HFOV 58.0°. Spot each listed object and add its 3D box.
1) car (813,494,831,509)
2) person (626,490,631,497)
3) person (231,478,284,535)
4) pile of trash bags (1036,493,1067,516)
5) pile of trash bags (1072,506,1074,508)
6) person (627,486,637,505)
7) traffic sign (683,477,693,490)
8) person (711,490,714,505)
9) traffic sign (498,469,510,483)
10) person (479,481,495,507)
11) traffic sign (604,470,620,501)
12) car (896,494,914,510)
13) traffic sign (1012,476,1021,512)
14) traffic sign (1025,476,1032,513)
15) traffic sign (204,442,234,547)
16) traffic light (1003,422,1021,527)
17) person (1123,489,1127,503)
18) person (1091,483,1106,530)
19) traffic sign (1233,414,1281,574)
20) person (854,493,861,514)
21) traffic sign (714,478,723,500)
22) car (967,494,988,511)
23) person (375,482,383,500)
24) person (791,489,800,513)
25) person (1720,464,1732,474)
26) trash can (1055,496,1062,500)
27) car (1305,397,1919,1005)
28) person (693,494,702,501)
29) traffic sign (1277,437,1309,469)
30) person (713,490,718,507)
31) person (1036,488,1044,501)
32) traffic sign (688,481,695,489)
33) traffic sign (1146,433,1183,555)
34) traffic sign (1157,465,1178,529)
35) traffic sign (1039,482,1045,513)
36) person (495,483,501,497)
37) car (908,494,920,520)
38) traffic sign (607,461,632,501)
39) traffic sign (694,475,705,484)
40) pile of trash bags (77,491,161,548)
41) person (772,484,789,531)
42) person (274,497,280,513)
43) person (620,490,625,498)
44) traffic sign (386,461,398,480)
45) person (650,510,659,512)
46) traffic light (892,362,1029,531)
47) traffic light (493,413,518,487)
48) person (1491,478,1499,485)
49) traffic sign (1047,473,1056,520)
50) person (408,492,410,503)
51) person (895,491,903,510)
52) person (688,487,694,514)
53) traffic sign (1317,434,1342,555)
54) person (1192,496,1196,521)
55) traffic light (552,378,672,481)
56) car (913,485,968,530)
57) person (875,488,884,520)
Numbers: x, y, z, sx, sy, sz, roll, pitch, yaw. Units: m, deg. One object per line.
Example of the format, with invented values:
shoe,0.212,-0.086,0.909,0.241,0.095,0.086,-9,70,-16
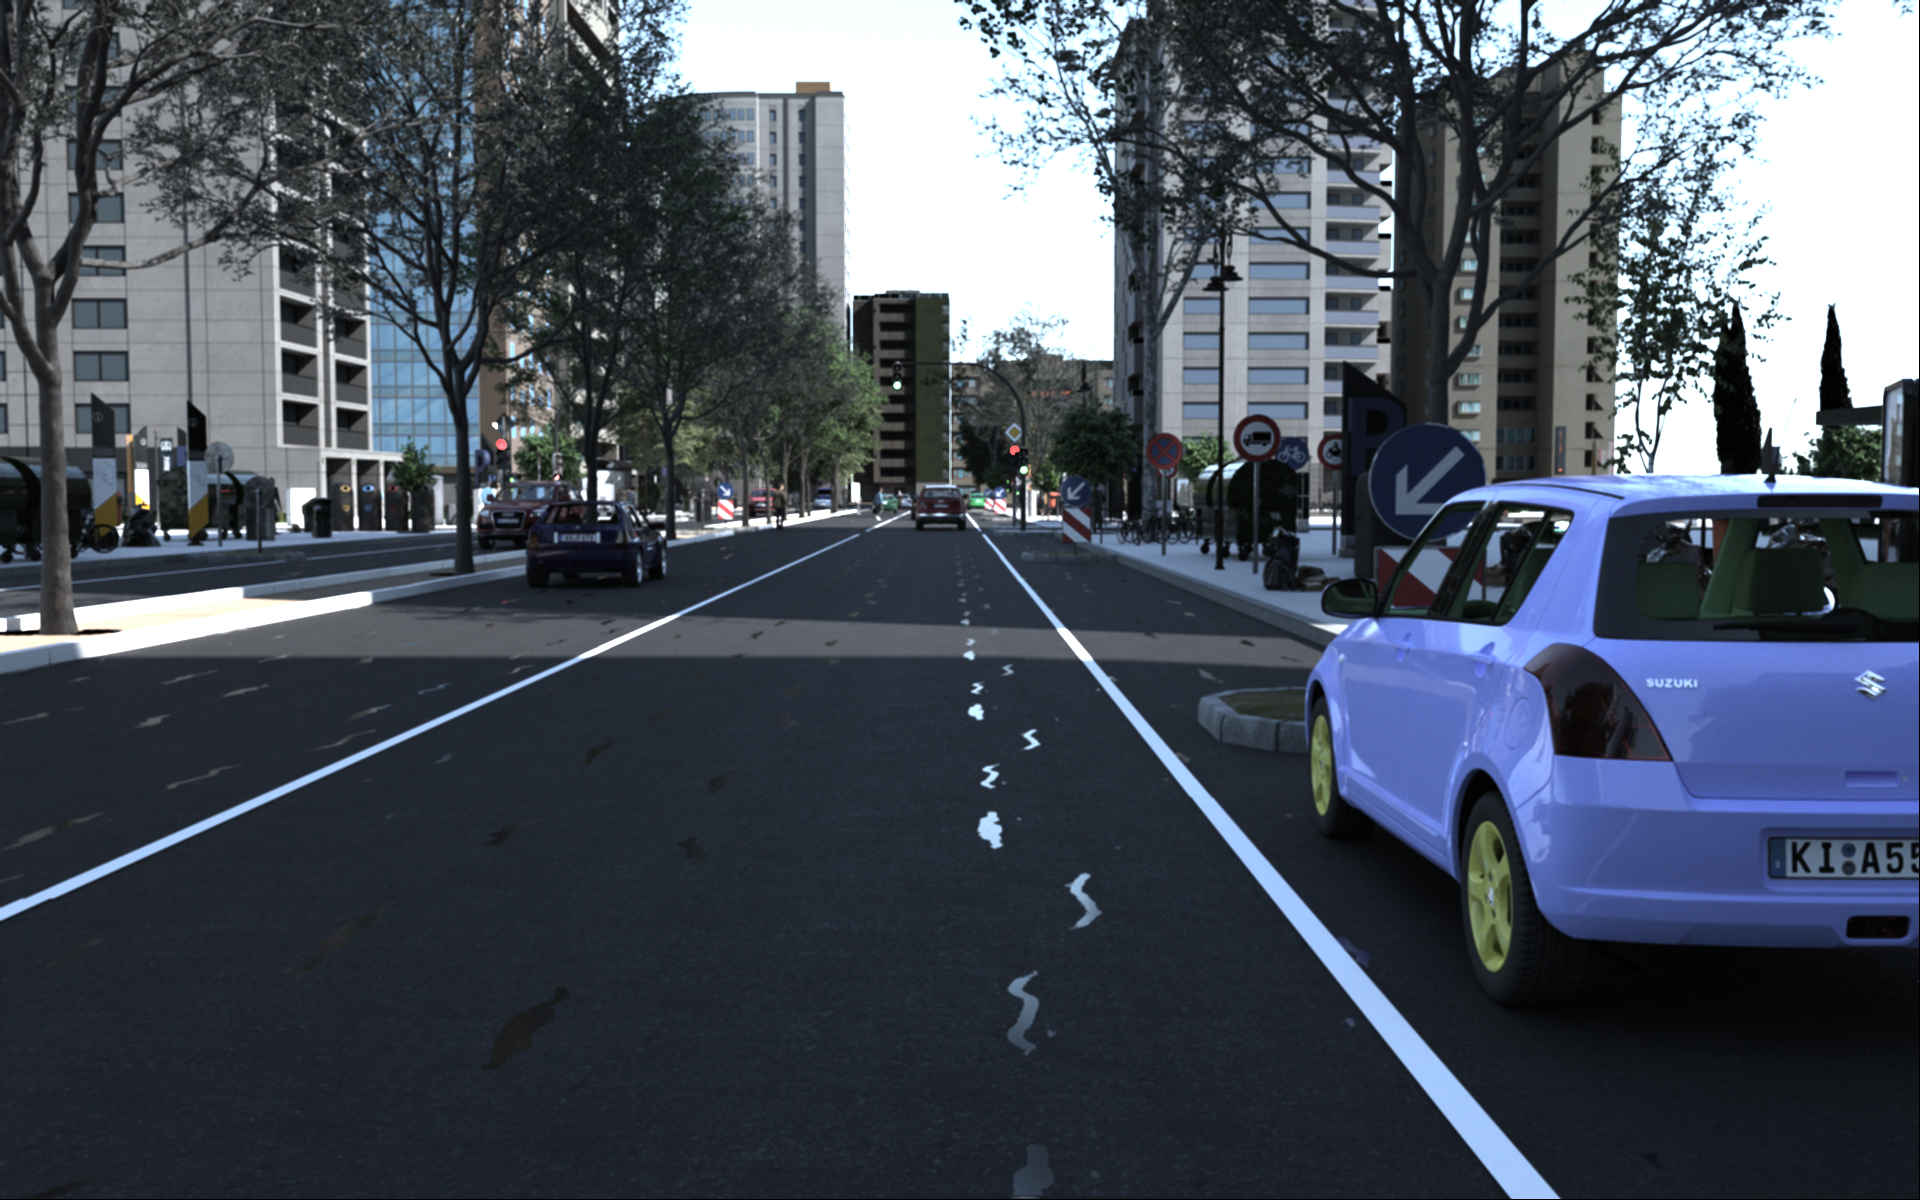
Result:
car,-13.098,-9.452,166.539,2.014,1.417,4.499,0,4,-2
person,-29.899,-9.163,156.309,0.568,1.767,0.683,2,4,26
person,-22.050,-2.944,54.392,1.509,1.804,0.699,-1,4,-13
pile of trash bags,5.308,-5.656,102.221,1.912,1.369,3.447,0,4,-3
pile of trash bags,7.239,-6.385,114.150,1.912,1.369,3.447,3,5,42
person,-15.032,-4.323,79.462,0.678,1.792,0.850,2,4,30
traffic sign,-19.660,-7.643,125.075,0.768,2.556,0.104,0,4,3
person,-28.690,-11.805,199.779,0.721,1.743,1.217,1,4,9
traffic sign,-21.568,-5.014,82.088,0.768,2.556,0.104,0,4,7
person,-18.833,-3.833,69.056,0.601,1.785,0.444,0,4,1
traffic sign,-18.742,-5.708,93.331,0.884,2.594,0.081,0,4,2
car,-5.318,-9.175,162.020,2.014,1.417,4.499,0,4,0
traffic sign,4.047,-7.449,121.904,0.768,2.556,0.104,0,4,1
traffic sign,4.698,-7.353,120.328,0.768,2.556,0.104,0,4,3
traffic sign,-18.109,-2.582,42.321,0.768,2.556,0.104,0,4,6
traffic light,2.115,-4.827,67.835,0.839,4.253,0.868,0,4,0
person,16.249,-10.084,171.630,1.217,1.743,0.721,-3,4,-38
person,5.205,-3.552,65.933,0.474,1.900,0.648,2,4,35
traffic sign,4.761,-1.696,27.831,0.768,2.556,0.104,0,4,0
person,-7.302,-6.897,123.859,0.503,1.515,0.523,0,4,3
traffic sign,-18.686,-8.192,134.037,0.768,2.556,0.104,1,4,9
car,1.510,-8.712,151.236,1.959,1.807,4.718,0,4,-1
person,-27.013,-4.537,80.249,0.620,1.820,0.660,2,4,35
person,-12.128,-7.318,128.415,0.678,1.792,0.850,-2,4,-31
person,12.888,-1.397,29.163,0.678,1.792,0.850,0,4,4
trash can,6.341,-6.075,110.982,0.748,1.137,0.748,0,3,0
car,2.327,0.211,6.148,1.945,1.707,3.694,0,4,0
person,-14.748,-5.407,97.254,0.532,1.782,0.716,-1,4,-20
traffic sign,7.349,-2.346,38.462,0.768,2.556,0.104,0,4,6
person,-23.717,-9.874,168.404,0.530,1.710,0.541,-2,4,-26
person,4.956,-6.307,109.280,0.709,1.813,0.853,-1,4,-19
traffic sign,-20.592,-7.994,132.833,0.606,2.300,0.079,0,4,5
traffic sign,4.269,-2.208,36.210,0.768,2.556,0.104,1,4,9
traffic sign,6.989,-3.582,58.678,0.768,2.556,0.104,0,4,4
traffic sign,4.774,-5.970,97.710,0.768,2.556,0.104,0,4,1
person,-19.574,-4.088,73.432,0.519,1.759,0.362,-2,4,-34
car,-1.870,-5.309,96.584,2.009,1.686,4.222,0,4,-2
traffic sign,-21.017,-6.806,105.154,2.265,3.308,0.079,0,4,7
traffic sign,-17.806,-7.227,118.262,0.768,2.556,0.104,0,4,6
pile of trash bags,-20.957,-2.031,42.964,1.912,1.369,3.447,-2,4,-28
person,-7.027,-3.637,67.876,0.656,1.842,0.836,-1,4,-9
person,-35.167,-5.029,88.669,0.661,1.777,0.834,3,4,36
person,-29.675,-8.795,150.669,0.721,1.723,1.217,3,5,45
traffic sign,-22.016,-4.137,67.640,0.884,2.594,0.081,0,4,7
person,-21.051,-6.903,118.823,0.836,1.842,0.656,-1,4,-21
traffic light,0.070,-5.201,59.697,4.771,5.953,1.251,0,4,0
traffic light,-15.699,-4.331,59.730,0.839,4.253,0.868,0,4,0
person,18.321,-3.250,59.191,0.388,1.821,0.555,-2,4,-26
traffic sign,4.339,-5.208,85.262,0.768,2.556,0.104,0,4,4
person,-32.344,-5.795,100.918,0.853,1.813,0.709,1,4,13
person,-5.588,-9.090,157.846,1.217,1.736,0.721,3,5,44
person,-17.790,-6.597,114.447,0.362,1.759,0.519,-2,4,-32
traffic sign,7.915,-2.229,36.554,0.768,2.556,0.104,0,4,7
person,9.942,-4.040,72.643,0.362,1.759,0.519,-2,4,-34
traffic light,-13.655,-5.694,67.762,4.771,5.953,1.251,0,4,0
car,-0.788,-3.795,70.717,2.281,1.827,5.304,0,4,-1
person,-4.475,-5.300,95.503,0.444,1.785,0.601,-2,4,-27
